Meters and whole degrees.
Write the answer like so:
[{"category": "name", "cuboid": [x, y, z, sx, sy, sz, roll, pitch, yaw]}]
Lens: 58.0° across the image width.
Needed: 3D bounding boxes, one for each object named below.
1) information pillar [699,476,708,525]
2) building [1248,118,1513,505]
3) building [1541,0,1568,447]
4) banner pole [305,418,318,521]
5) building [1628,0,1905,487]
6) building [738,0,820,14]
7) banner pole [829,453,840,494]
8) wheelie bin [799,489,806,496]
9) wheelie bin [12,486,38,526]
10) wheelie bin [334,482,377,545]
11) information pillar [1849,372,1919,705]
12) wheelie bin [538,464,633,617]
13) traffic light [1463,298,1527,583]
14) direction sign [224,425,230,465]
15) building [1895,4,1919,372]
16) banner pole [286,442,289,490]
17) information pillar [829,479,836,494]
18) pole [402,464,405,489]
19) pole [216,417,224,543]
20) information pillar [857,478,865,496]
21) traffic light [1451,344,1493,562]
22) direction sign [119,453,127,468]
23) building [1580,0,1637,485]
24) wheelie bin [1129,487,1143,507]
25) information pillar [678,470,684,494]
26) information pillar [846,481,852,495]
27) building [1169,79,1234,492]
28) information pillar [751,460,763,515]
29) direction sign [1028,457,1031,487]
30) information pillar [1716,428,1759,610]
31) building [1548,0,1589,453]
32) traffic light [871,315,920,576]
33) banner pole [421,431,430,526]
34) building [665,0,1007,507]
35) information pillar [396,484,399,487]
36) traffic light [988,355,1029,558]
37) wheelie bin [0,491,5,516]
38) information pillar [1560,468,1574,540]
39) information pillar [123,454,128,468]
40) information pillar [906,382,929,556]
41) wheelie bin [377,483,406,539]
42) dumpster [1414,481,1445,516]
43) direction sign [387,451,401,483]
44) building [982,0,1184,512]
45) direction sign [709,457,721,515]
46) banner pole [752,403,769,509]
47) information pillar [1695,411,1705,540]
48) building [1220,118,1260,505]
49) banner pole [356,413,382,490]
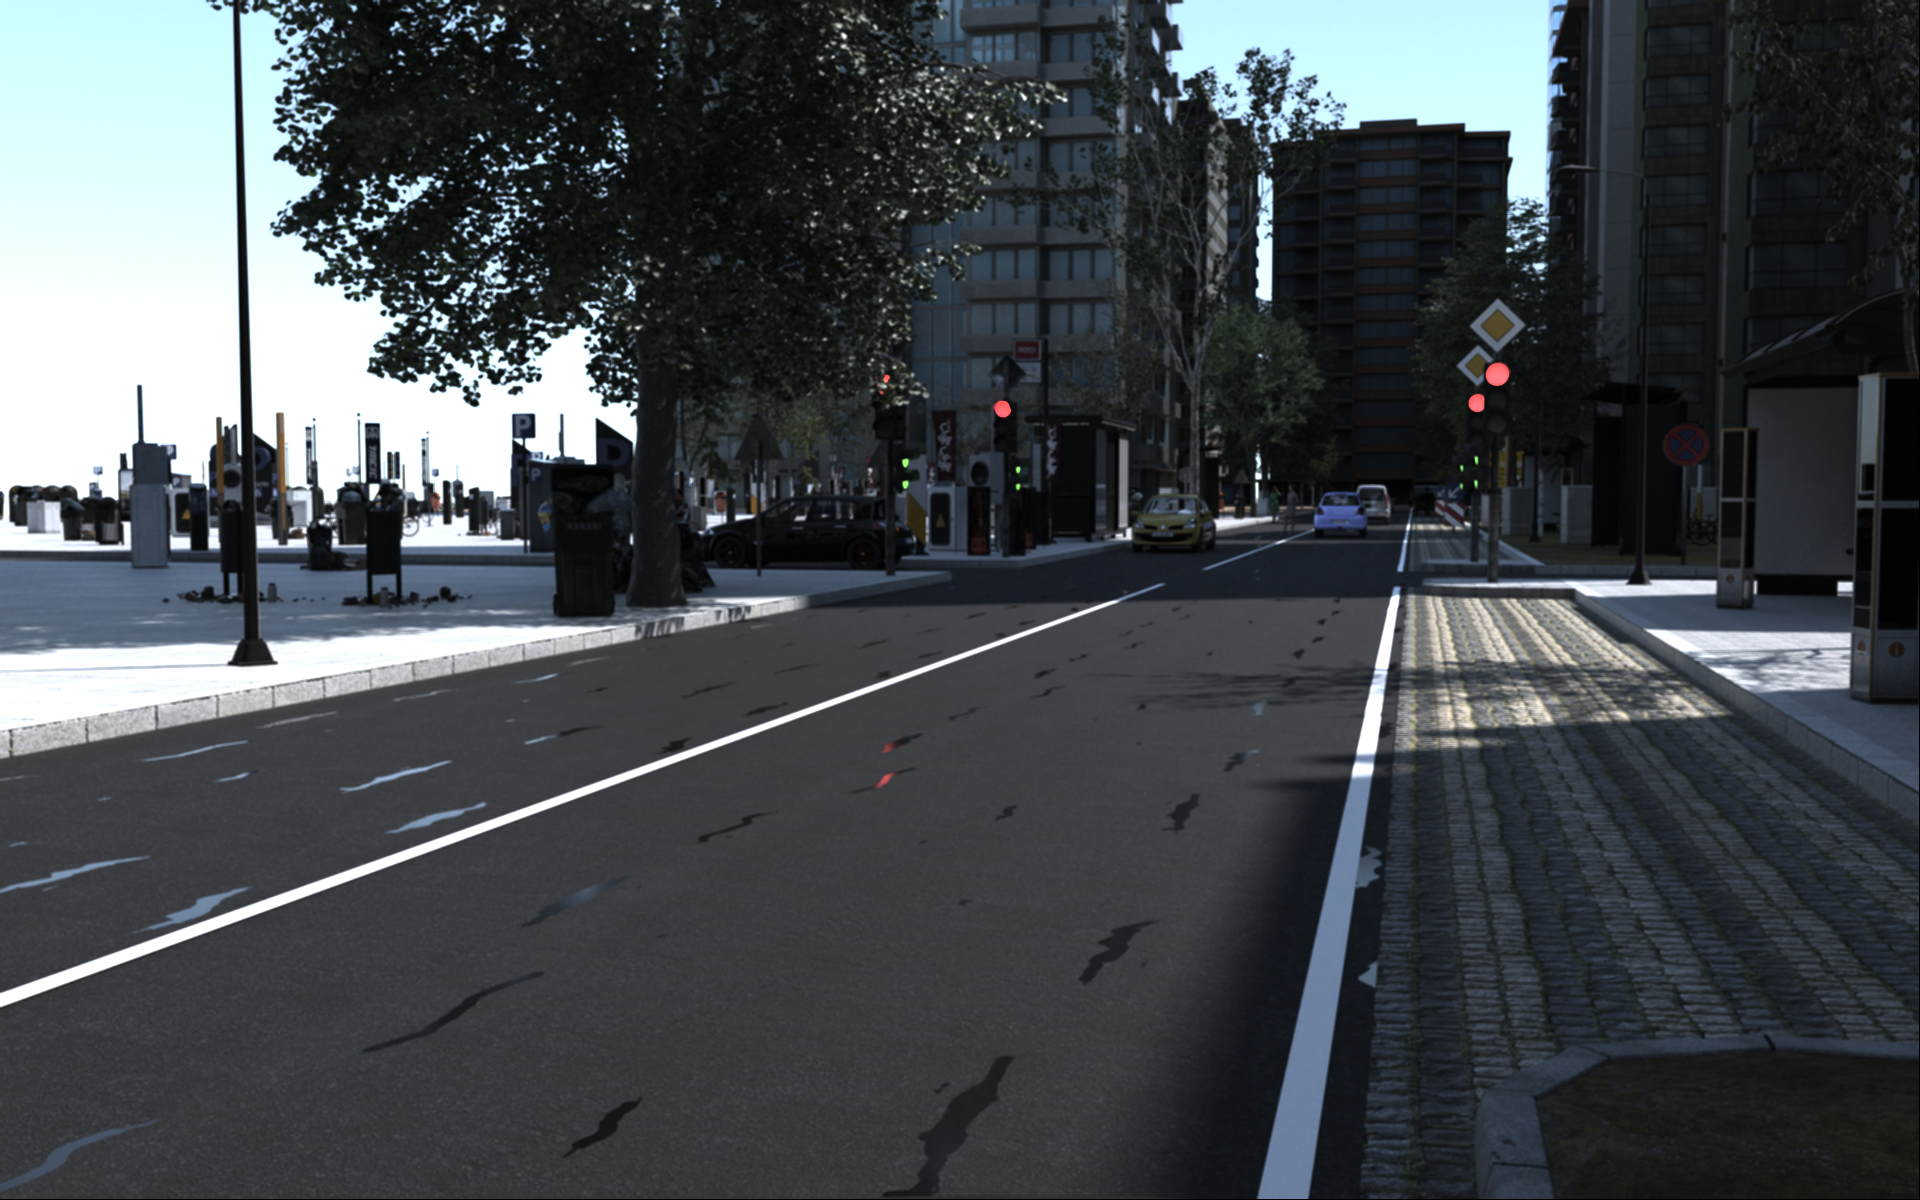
[{"category": "information pillar", "cuboid": [-10.621, -4.111, 71.705, 0.304, 2.012, 0.304, 0, 4, 3]}, {"category": "building", "cuboid": [49.859, -33.704, 205.676, 28.867, 44.769, 22.147, 1, 4, 15]}, {"category": "building", "cuboid": [78.828, -54.054, 196.448, 31.000, 86.520, 22.319, 1, 4, 15]}, {"category": "banner pole", "cuboid": [-21.157, -4.069, 56.549, 0.401, 3.779, 0.863, 0, 4, 7]}, {"category": "building", "cuboid": [43.705, -19.719, 94.101, 14.160, 30.474, 14.107, 1, 4, 15]}, {"category": "building", "cuboid": [-16.099, -47.874, 220.996, 20.611, 71.187, 20.563, 1, 4, 15]}, {"category": "banner pole", "cuboid": [-6.595, -6.230, 91.882, 0.863, 3.779, 0.401, 2, 4, 31]}, {"category": "wheelie bin", "cuboid": [-9.379, -5.723, 101.486, 0.980, 1.594, 0.693, -2, 4, -31]}, {"category": "wheelie bin", "cuboid": [-37.356, -3.755, 69.303, 0.693, 1.594, 0.980, 1, 4, 16]}, {"category": "wheelie bin", "cuboid": [-15.371, -2.191, 43.732, 0.980, 1.594, 0.693, 3, 5, 44]}, {"category": "information pillar", "cuboid": [5.708, -0.376, 10.637, 0.304, 2.012, 0.304, 0, 4, 4]}, {"category": "wheelie bin", "cuboid": [-3.939, -0.633, 18.254, 0.980, 1.594, 0.693, -1, 4, -13]}, {"category": "traffic light", "cuboid": [7.688, -2.203, 24.942, 0.839, 4.253, 0.868, 1, 4, 15]}, {"category": "direction sign", "cuboid": [-24.258, -3.998, 57.364, 0.379, 3.537, 0.876, -2, 4, -31]}, {"category": "building", "cuboid": [38.021, -36.980, 42.868, 20.611, 71.187, 20.563, 1, 4, 15]}, {"category": "banner pole", "cuboid": [-32.646, -5.732, 83.739, 0.401, 3.779, 0.863, 1, 4, 19]}, {"category": "information pillar", "cuboid": [-6.105, -4.825, 83.386, 0.304, 2.012, 0.304, 1, 4, 16]}, {"category": "pole", "cuboid": [-37.401, -7.502, 116.501, 0.158, 3.312, 0.155, 0, 3, 0]}, {"category": "pole", "cuboid": [-19.511, -3.171, 45.691, 0.158, 3.312, 0.155, 0, 3, 0]}, {"category": "information pillar", "cuboid": [-4.664, -4.717, 81.618, 0.304, 2.012, 0.304, 1, 4, 11]}, {"category": "traffic light", "cuboid": [9.715, -2.676, 32.667, 0.839, 4.253, 0.868, 1, 4, 15]}, {"category": "direction sign", "cuboid": [-45.794, -6.292, 94.870, 0.876, 3.537, 0.379, 3, 5, 42]}, {"category": "building", "cuboid": [55.830, -35.559, 123.381, 21.231, 58.520, 28.212, 1, 4, 15]}, {"category": "wheelie bin", "cuboid": [7.280, -3.998, 73.282, 0.980, 1.594, 0.693, 2, 4, 24]}, {"category": "information pillar", "cuboid": [-8.319, -2.914, 52.137, 0.304, 2.012, 0.304, 0, 4, -6]}, {"category": "information pillar", "cuboid": [-6.182, -5.616, 96.318, 0.304, 2.012, 0.304, 0, 4, 4]}, {"category": "building", "cuboid": [12.747, -28.793, 162.644, 23.993, 40.220, 32.217, 1, 4, 15]}, {"category": "information pillar", "cuboid": [-8.122, -4.770, 69.336, 0.504, 3.616, 0.183, 0, 4, 0]}, {"category": "direction sign", "cuboid": [4.371, -7.008, 106.581, 0.379, 3.537, 0.876, -1, 4, -21]}, {"category": "information pillar", "cuboid": [8.691, -0.910, 19.368, 0.304, 2.012, 0.304, -3, 5, -43]}, {"category": "building", "cuboid": [63.402, -30.382, 151.373, 22.147, 44.769, 28.867, 1, 4, 15]}, {"category": "traffic light", "cuboid": [-1.081, -2.342, 27.219, 0.839, 4.253, 0.868, 1, 4, 15]}, {"category": "banner pole", "cuboid": [-21.081, -4.793, 68.385, 0.401, 3.779, 0.863, 0, 4, 7]}, {"category": "building", "cuboid": [-13.131, -33.834, 172.793, 30.456, 49.044, 23.786, 1, 4, 15]}, {"category": "information pillar", "cuboid": [-39.660, -7.189, 122.033, 0.304, 2.012, 0.304, -1, 4, -9]}, {"category": "traffic light", "cuboid": [0.946, -2.815, 34.943, 0.839, 4.253, 0.868, 1, 4, 15]}, {"category": "wheelie bin", "cuboid": [-55.620, -5.636, 100.048, 0.693, 1.594, 0.980, 0, 4, -1]}, {"category": "information pillar", "cuboid": [17.061, -2.704, 48.709, 0.304, 2.012, 0.304, 2, 4, 23]}, {"category": "information pillar", "cuboid": [-48.559, -6.691, 100.754, 0.504, 3.616, 0.183, 3, 4, 37]}, {"category": "information pillar", "cuboid": [-0.900, -2.739, 36.139, 0.504, 3.616, 0.183, -3, 5, -41]}, {"category": "wheelie bin", "cuboid": [-16.063, -2.506, 48.883, 0.693, 1.594, 0.980, 1, 4, 18]}, {"category": "dumpster", "cuboid": [30.507, -6.582, 112.566, 1.985, 2.255, 1.502, 1, 4, 14]}, {"category": "direction sign", "cuboid": [-30.075, -6.118, 92.030, 0.876, 3.537, 0.379, 2, 4, 24]}, {"category": "building", "cuboid": [4.154, -31.025, 126.867, 23.786, 49.044, 30.456, 1, 4, 15]}, {"category": "direction sign", "cuboid": [-15.023, -6.981, 106.129, 0.379, 3.537, 0.876, 3, 5, 45]}, {"category": "banner pole", "cuboid": [-5.468, -3.532, 47.765, 0.401, 3.779, 0.863, 2, 4, 34]}, {"category": "information pillar", "cuboid": [20.776, -3.500, 48.579, 0.183, 3.616, 0.504, 2, 4, 30]}, {"category": "building", "cuboid": [28.020, -34.077, 207.262, 14.200, 45.320, 14.600, 1, 4, 15]}, {"category": "banner pole", "cuboid": [-18.241, -3.874, 53.350, 0.863, 3.779, 0.401, -1, 4, -22]}]
